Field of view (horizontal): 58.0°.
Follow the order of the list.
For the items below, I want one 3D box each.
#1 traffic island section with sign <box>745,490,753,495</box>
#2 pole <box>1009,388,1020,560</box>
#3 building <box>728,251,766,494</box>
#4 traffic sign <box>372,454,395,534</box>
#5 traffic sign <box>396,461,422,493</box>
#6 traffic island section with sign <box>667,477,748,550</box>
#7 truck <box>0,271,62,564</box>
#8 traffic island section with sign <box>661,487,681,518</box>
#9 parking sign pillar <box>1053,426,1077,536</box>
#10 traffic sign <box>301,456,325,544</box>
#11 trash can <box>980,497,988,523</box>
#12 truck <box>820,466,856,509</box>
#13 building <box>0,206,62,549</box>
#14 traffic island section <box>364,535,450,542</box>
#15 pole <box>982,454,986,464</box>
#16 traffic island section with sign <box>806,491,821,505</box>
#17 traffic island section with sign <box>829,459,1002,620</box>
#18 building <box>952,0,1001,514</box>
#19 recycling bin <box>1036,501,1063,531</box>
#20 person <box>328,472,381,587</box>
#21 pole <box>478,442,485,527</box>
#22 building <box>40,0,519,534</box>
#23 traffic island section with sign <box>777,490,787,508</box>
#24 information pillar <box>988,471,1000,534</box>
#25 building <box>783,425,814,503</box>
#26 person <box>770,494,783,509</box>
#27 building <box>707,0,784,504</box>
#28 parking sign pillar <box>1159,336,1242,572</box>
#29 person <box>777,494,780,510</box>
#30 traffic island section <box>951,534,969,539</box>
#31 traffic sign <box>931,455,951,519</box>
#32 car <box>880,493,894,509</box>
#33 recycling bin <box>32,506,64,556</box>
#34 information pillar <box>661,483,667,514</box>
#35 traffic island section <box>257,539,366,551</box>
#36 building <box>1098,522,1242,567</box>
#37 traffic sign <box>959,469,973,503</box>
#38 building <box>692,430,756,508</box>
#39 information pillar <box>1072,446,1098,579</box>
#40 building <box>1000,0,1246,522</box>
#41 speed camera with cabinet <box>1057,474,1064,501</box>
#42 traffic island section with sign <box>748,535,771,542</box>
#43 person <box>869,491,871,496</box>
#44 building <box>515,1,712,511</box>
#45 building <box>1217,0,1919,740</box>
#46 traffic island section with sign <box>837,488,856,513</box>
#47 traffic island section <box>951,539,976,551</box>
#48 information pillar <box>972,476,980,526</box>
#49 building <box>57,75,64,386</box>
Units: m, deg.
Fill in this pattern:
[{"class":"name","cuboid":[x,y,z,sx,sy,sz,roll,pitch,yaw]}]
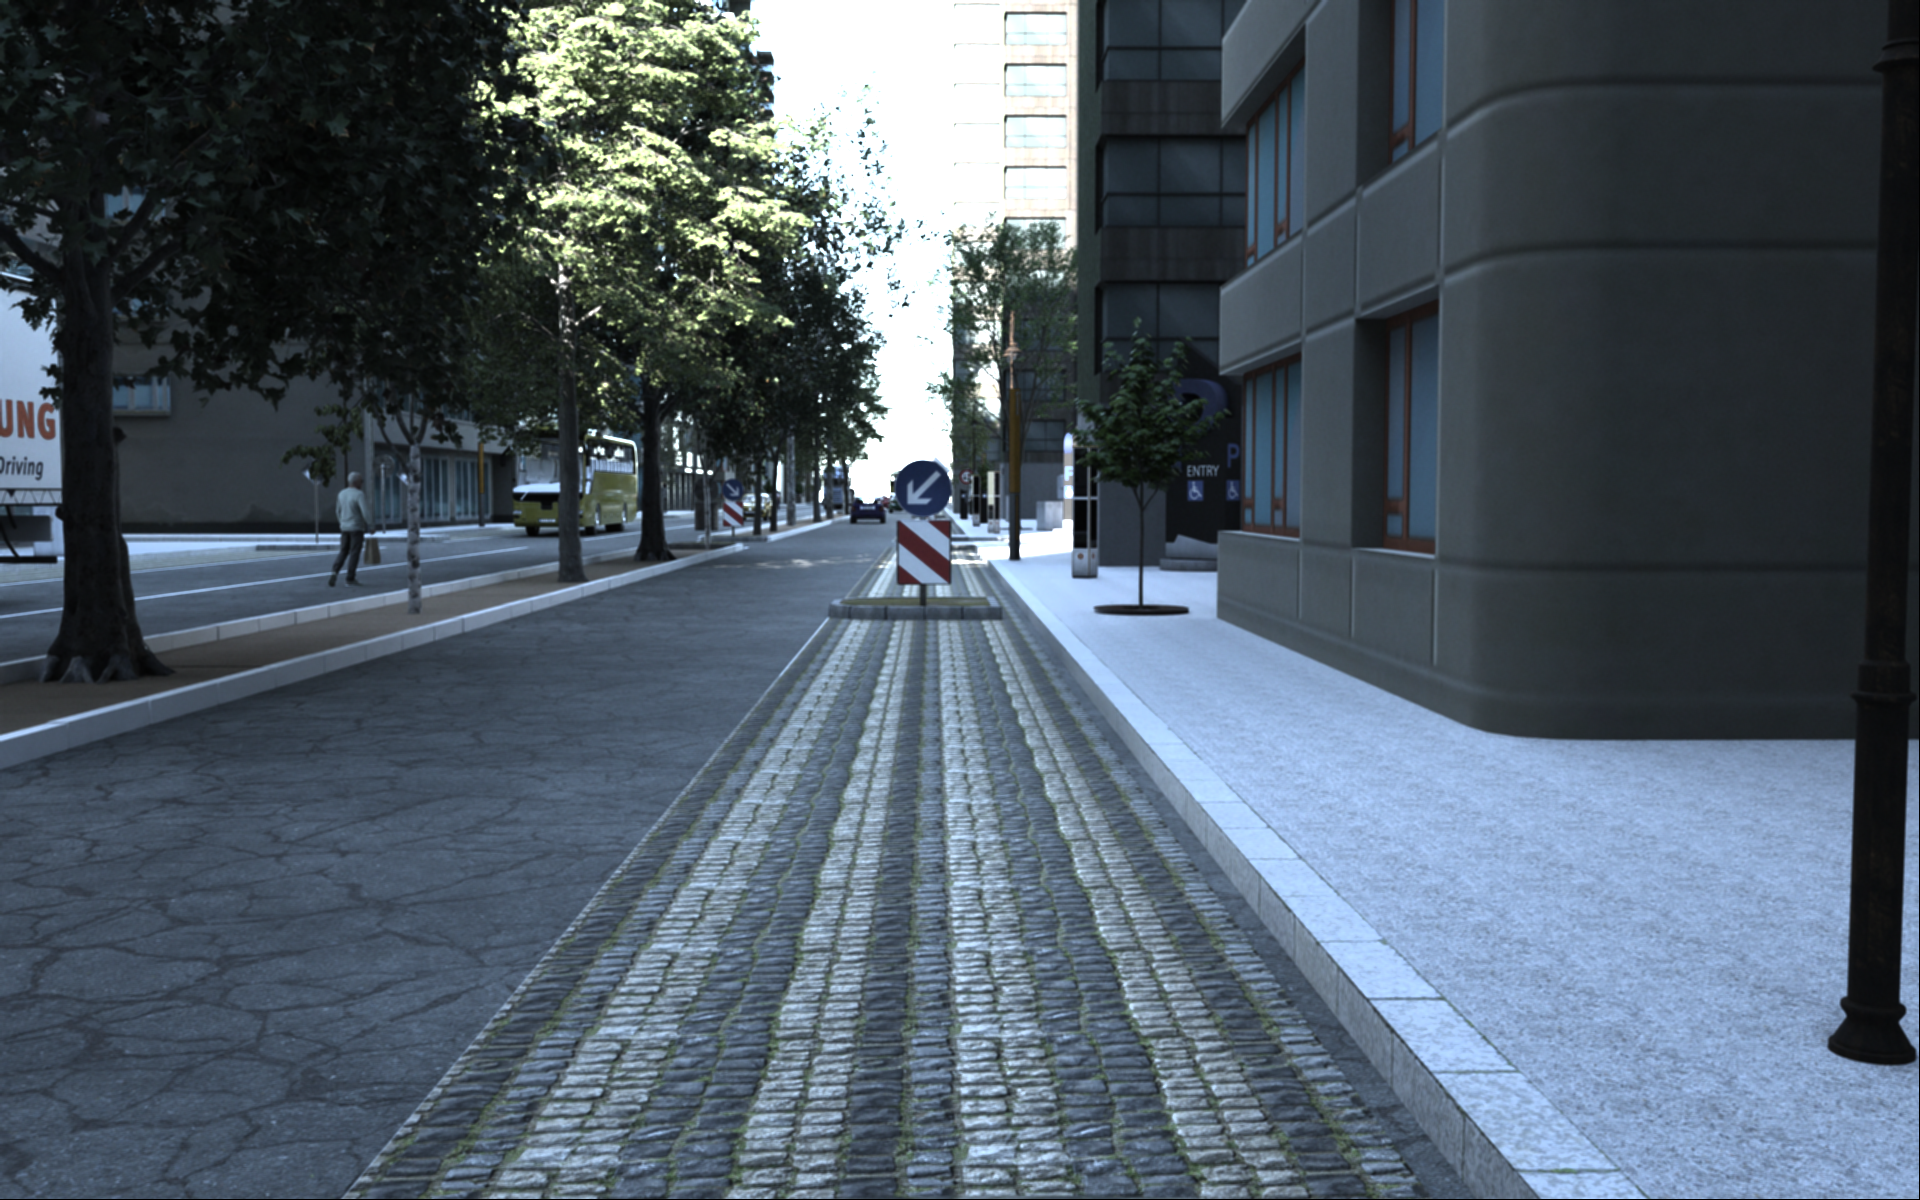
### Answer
[{"class":"traffic island section with sign","cuboid":[-18.452,-8.745,151.610,1.989,1.847,2.006,0,4,-1]},{"class":"pole","cuboid":[1.062,-2.429,33.550,0.158,3.312,0.155,0,3,0]},{"class":"building","cuboid":[-29.614,-31.266,194.799,14.154,41.232,14.086,0,4,-1]},{"class":"traffic sign","cuboid":[-18.550,-3.401,55.712,0.768,2.556,0.104,0,4,8]},{"class":"traffic sign","cuboid":[-16.805,-3.010,52.857,0.795,2.450,0.064,0,4,-1]},{"class":"traffic island section with sign","cuboid":[-6.722,-2.275,45.330,2.006,1.907,1.989,0,4,-1]},{"class":"truck","cuboid":[-13.108,-1.746,17.460,2.839,4.237,11.283,0,4,-1]},{"class":"traffic island section with sign","cuboid":[-17.655,-5.758,102.771,1.989,1.847,2.006,0,4,-1]},{"class":"parking sign pillar","cuboid":[3.631,-4.007,53.989,1.447,3.967,1.447,1,4,22]},{"class":"traffic sign","cuboid":[-16.675,-2.522,44.873,0.795,2.450,0.064,0,4,-1]},{"class":"trash can","cuboid":[0.993,-3.924,75.815,0.748,1.137,0.748,0,3,0]},{"class":"truck","cuboid":[-11.505,-10.977,169.240,2.967,4.110,18.799,0,4,0]},{"class":"building","cuboid":[-34.906,-25.166,31.079,30.456,49.044,23.786,0,4,-1]},{"class":"traffic island section","cuboid":[-16.829,-1.874,52.918,2.009,0.180,2.903,0,4,-1]},{"class":"pole","cuboid":[1.202,-5.722,87.395,0.158,3.312,0.155,0,3,0]},{"class":"traffic island section with sign","cuboid":[-19.810,-13.853,235.116,1.989,1.847,2.006,0,4,-1]},{"class":"traffic island section with sign","cuboid":[-0.536,-0.725,20.484,1.989,1.847,2.006,0,4,-1]},{"class":"building","cuboid":[6.472,-26.627,118.940,14.154,41.232,14.086,0,4,-1]},{"class":"recycling bin","cuboid":[3.144,-2.944,60.681,0.722,1.027,0.722,-2,4,-24]},{"class":"person","cuboid":[-9.344,-1.087,26.753,0.782,1.767,0.515,2,4,24]},{"class":"pole","cuboid":[-18.753,-4.526,67.836,0.158,3.312,0.155,0,3,0]},{"class":"building","cuboid":[-29.969,-26.975,64.751,21.300,48.544,21.600,0,4,-1]},{"class":"traffic island section with sign","cuboid":[-18.902,-10.462,179.679,1.989,1.847,2.006,0,4,-1]},{"class":"information pillar","cuboid":[1.101,-3.168,56.290,0.304,2.012,0.304,3,5,42]},{"class":"building","cuboid":[-36.614,-25.351,259.525,27.650,21.520,28.899,0,4,-1]},{"class":"person","cuboid":[-17.848,-9.732,167.627,1.348,1.824,0.705,-1,4,-10]},{"class":"building","cuboid":[-34.101,-55.905,226.717,22.319,86.520,31.000,0,4,-1]},{"class":"parking sign pillar","cuboid":[4.096,-2.489,29.163,1.447,3.967,1.447,-3,5,-42]},{"class":"person","cuboid":[-16.433,-8.902,154.993,0.756,1.711,0.436,1,4,19]},{"class":"traffic island section","cuboid":[-0.740,-1.890,53.175,2.009,0.180,2.903,0,4,-1]},{"class":"traffic sign","cuboid":[-0.633,-2.536,45.113,0.795,2.450,0.064,0,4,-1]},{"class":"car","cuboid":[-5.841,-8.416,146.635,2.155,1.783,4.494,0,4,-2]},{"class":"recycling bin","cuboid":[-18.738,-1.427,35.885,0.722,1.027,0.722,-1,4,-17]},{"class":"information pillar","cuboid":[-19.519,-6.713,114.244,0.304,2.012,0.304,-2,4,-32]},{"class":"traffic island section","cuboid":[-16.698,-1.386,44.934,2.009,0.180,2.903,0,4,-1]},{"class":"building","cuboid":[9.368,-16.207,36.681,14.160,30.474,14.107,0,4,-1]},{"class":"traffic sign","cuboid":[0.356,-5.440,89.058,0.768,2.556,0.104,0,4,2]},{"class":"building","cuboid":[-35.803,-20.110,173.845,27.650,21.520,28.899,0,4,-1]},{"class":"information pillar","cuboid":[1.908,-1.341,26.424,0.304,2.012,0.304,2,4,31]},{"class":"building","cuboid":[9.118,-19.687,93.577,14.160,30.474,14.107,0,4,-1]},{"class":"speed camera with cabinet","cuboid":[5.723,-5.422,82.987,2.038,3.252,0.660,1,4,16]},{"class":"traffic island section with sign","cuboid":[-6.833,-2.728,52.736,2.006,1.907,1.989,0,4,-1]},{"class":"person","cuboid":[-11.354,-12.958,220.000,0.705,1.869,1.348,1,4,9]},{"class":"building","cuboid":[-33.505,-31.964,142.213,23.786,49.044,30.456,0,4,-1]},{"class":"building","cuboid":[16.723,-9.668,3.109,27.650,21.520,28.899,0,4,-1]},{"class":"traffic island section with sign","cuboid":[-8.069,-7.323,127.865,2.006,1.907,1.989,0,4,-1]},{"class":"traffic island section","cuboid":[-0.609,-1.401,45.191,2.009,0.180,2.903,0,4,-1]},{"class":"information pillar","cuboid":[0.646,-3.930,68.743,0.304,2.012,0.304,0,4,-3]},{"class":"building","cuboid":[-31.971,-29.301,98.672,23.786,49.044,30.456,0,4,-1]}]
